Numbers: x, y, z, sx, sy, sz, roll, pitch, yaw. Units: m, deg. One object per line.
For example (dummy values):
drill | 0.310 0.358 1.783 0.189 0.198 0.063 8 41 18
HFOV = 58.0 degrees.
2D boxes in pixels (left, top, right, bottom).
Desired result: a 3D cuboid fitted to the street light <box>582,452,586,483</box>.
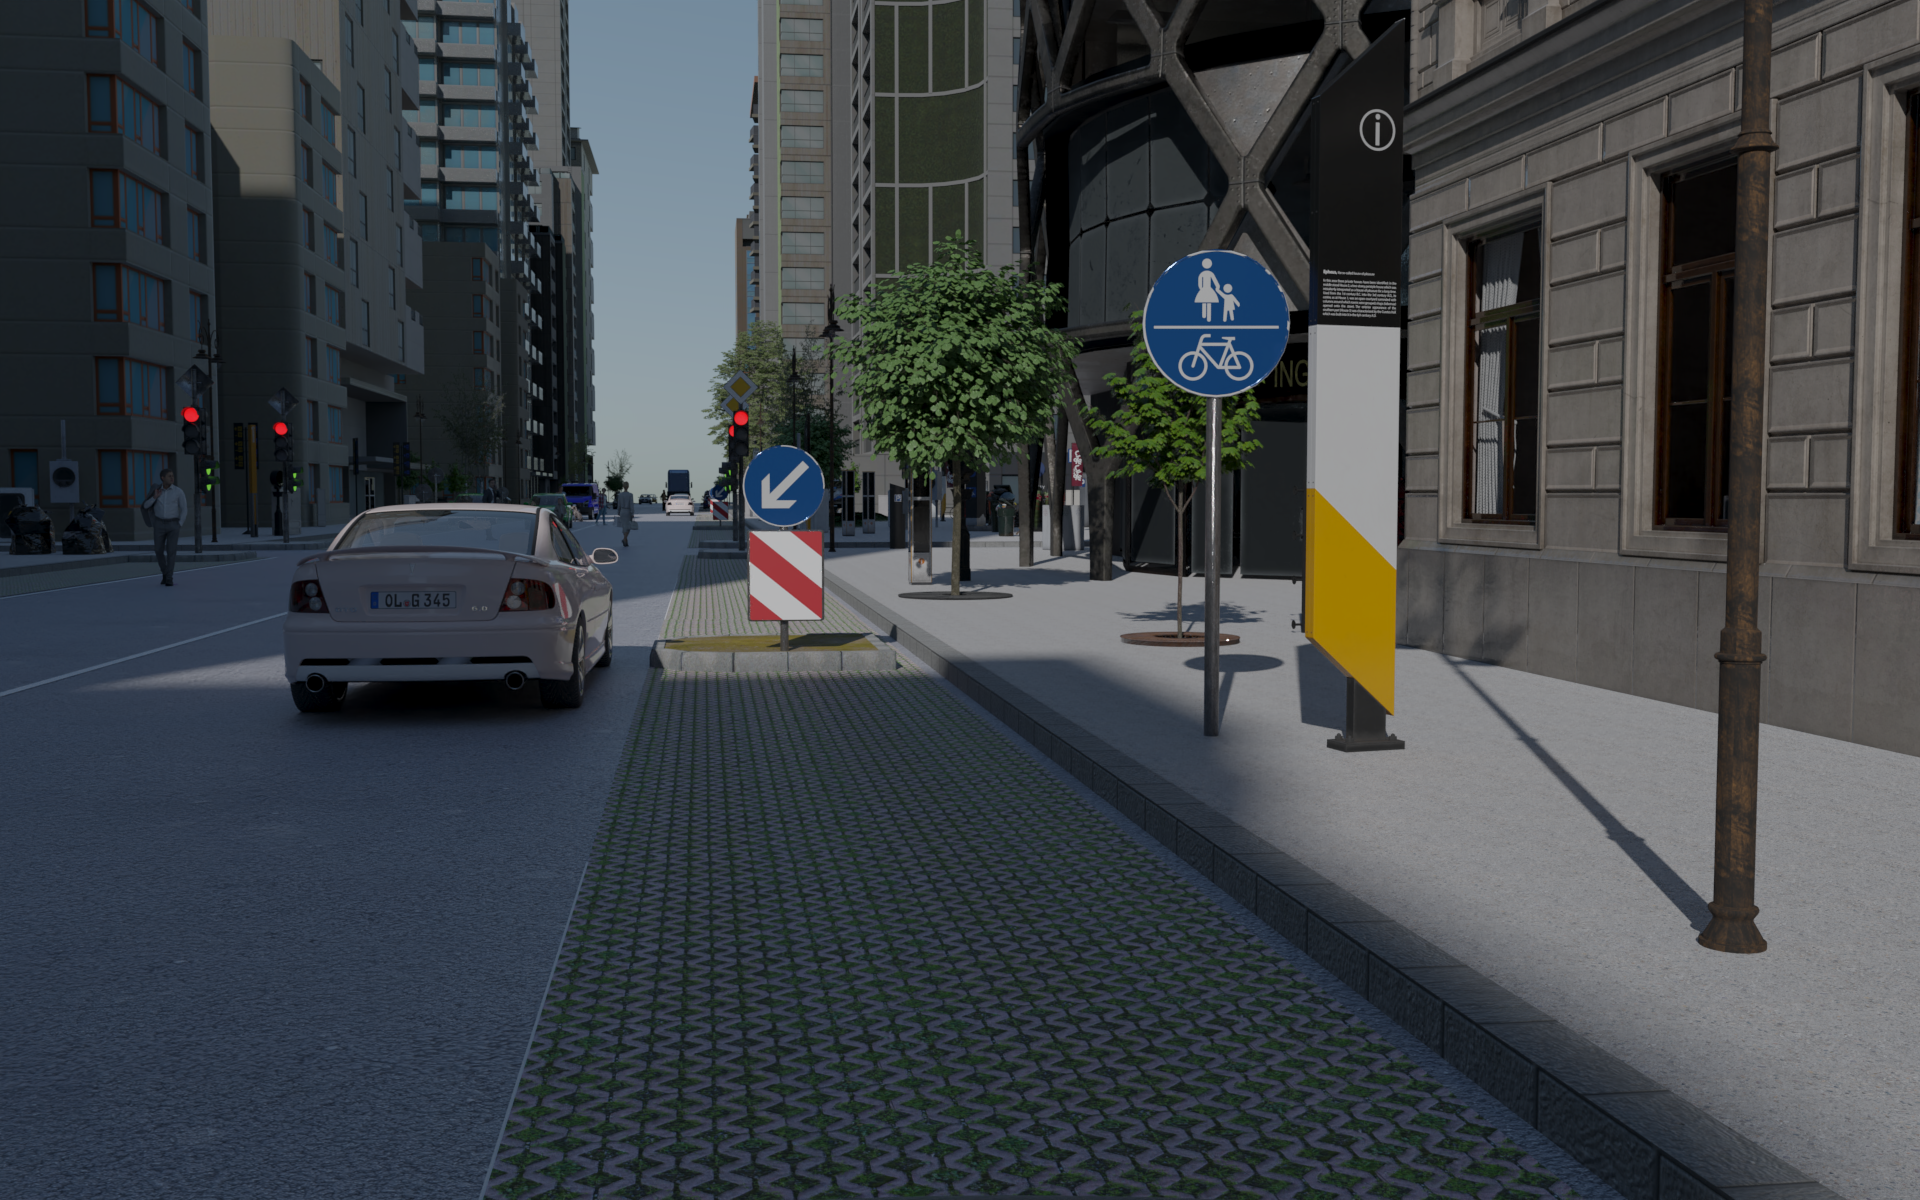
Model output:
street light | -41.023 -13.243 189.308 0.468 5.910 1.993 -1 4 -8

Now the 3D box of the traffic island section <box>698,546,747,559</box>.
traffic island section | -4.926 -1.040 39.293 2.009 0.180 2.903 -1 4 -8

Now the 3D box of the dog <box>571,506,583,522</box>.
dog | -19.832 -4.481 90.098 0.513 0.831 0.800 -3 5 -43

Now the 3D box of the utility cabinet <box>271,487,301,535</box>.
utility cabinet | -20.924 -2.761 53.825 0.318 1.500 1.173 1 4 9

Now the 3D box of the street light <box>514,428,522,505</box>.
street light | -30.999 -9.111 121.747 0.468 5.910 1.993 -1 4 -8

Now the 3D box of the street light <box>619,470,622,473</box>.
street light | -53.072 -18.205 270.437 0.468 5.910 1.993 -1 4 -8

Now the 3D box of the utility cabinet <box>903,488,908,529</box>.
utility cabinet | -1.802 -3.294 62.536 0.318 1.500 1.173 -1 4 -15

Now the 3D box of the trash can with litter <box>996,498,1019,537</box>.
trash can with litter | 1.630 -2.512 52.459 1.055 1.170 0.624 0 4 -4

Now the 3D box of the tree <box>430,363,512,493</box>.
tree | -27.918 -9.064 98.561 4.360 8.622 3.978 0 3 0

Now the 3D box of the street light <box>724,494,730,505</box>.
street light | -28.374 -14.565 210.930 0.468 5.910 1.993 -1 4 -8

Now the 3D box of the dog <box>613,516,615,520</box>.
dog | -16.222 -3.793 82.205 0.748 0.427 0.550 -2 4 -34

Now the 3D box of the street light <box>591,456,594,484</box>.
street light | -43.160 -14.097 203.280 0.468 5.910 1.993 -1 4 -8

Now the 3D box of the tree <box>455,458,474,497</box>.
tree | -27.194 -6.048 93.484 1.663 3.219 1.824 0 3 0

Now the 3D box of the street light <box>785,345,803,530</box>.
street light | -5.159 -4.963 53.938 0.468 5.910 1.993 -1 4 -8

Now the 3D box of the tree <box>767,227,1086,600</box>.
tree | -0.137 -2.309 21.471 4.285 4.588 4.351 0 3 0

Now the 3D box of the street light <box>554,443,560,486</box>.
street light | -36.120 -11.178 155.547 0.468 5.910 1.993 -1 4 -8

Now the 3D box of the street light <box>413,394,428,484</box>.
street light | -24.944 -6.567 80.163 0.468 5.910 1.993 -1 4 -8

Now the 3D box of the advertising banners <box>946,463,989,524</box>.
advertising banners | 0.326 -4.837 75.270 2.074 3.025 0.090 0 4 4

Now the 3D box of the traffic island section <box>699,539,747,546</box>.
traffic island section | -6.095 -1.524 47.192 2.009 0.180 2.903 -1 4 -8

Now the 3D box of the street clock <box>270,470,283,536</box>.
street clock | -20.837 -2.957 52.921 0.358 2.002 0.471 1 4 13

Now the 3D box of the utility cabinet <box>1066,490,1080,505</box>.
utility cabinet | 6.537 -5.402 97.001 1.173 1.500 0.318 1 4 13

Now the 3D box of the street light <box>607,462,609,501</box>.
street light | -48.056 -16.147 236.791 0.468 5.910 1.993 -1 4 -8

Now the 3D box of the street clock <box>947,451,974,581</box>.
street clock | 0.033 -1.282 25.531 0.358 2.002 0.471 -2 4 -34

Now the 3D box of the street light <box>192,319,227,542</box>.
street light | -19.806 -4.468 45.837 0.468 5.910 1.993 -1 4 -8

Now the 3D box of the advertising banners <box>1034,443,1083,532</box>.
advertising banners | 3.296 -3.833 58.854 2.074 3.025 0.090 -1 4 -15

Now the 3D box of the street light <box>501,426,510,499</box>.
street light | -29.833 -8.617 113.675 0.468 5.910 1.993 -1 4 -8

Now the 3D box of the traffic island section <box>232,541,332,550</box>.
traffic island section | -17.711 -1.419 45.485 2.009 0.180 2.903 -1 4 -8

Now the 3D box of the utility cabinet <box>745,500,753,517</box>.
utility cabinet | -11.954 -5.312 98.014 0.306 1.237 1.020 0 4 2

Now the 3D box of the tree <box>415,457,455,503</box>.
tree | -27.680 -5.878 90.698 1.663 3.219 1.824 0 3 0

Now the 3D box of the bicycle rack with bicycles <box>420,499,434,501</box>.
bicycle rack with bicycles | -36.244 -6.380 117.702 2.852 0.926 2.925 -1 4 -23

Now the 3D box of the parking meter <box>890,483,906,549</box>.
parking meter | -1.464 -1.971 40.629 0.372 1.533 0.369 0 3 0

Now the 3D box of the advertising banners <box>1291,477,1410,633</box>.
advertising banners | 4.077 -1.220 16.135 2.074 3.025 0.090 -1 4 -14

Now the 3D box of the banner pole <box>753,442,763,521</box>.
banner pole | -9.652 -5.689 83.029 0.401 3.779 0.863 3 4 37

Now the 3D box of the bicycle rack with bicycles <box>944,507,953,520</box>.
bicycle rack with bicycles | 0.654 -4.503 87.009 2.925 0.926 2.852 -3 4 -38

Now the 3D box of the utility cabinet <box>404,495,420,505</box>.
utility cabinet | -27.403 -4.615 86.621 0.306 1.237 1.020 1 4 13

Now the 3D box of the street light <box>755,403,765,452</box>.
street light | -10.056 -7.013 87.448 0.468 5.910 1.993 -1 4 -8

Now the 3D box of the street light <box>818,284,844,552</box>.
street light | -2.835 -4.003 38.231 0.468 5.910 1.993 -1 4 -8

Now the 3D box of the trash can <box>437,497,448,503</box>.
trash can | -29.220 -5.259 97.642 0.748 1.137 0.748 0 3 0

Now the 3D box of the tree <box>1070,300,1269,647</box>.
tree | 1.773 -1.241 14.898 1.663 3.219 1.824 0 3 0

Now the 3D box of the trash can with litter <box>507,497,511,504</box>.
trash can with litter | -31.032 -6.610 119.462 1.055 1.170 0.624 0 4 8

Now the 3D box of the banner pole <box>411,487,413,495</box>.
banner pole | -36.394 -7.613 114.493 0.863 3.779 0.401 1 4 23

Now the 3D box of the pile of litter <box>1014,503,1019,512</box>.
pile of litter | 2.803 -5.073 96.909 1.719 0.858 1.176 -1 4 -14

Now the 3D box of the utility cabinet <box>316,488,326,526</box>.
utility cabinet | -25.076 -3.629 68.008 0.318 1.500 1.173 -1 4 -22

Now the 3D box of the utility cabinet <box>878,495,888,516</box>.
utility cabinet | -4.005 -5.117 94.817 1.020 1.237 0.306 3 5 42

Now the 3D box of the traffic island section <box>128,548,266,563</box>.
traffic island section | -16.543 -0.936 37.586 2.009 0.180 2.903 -1 4 -8
